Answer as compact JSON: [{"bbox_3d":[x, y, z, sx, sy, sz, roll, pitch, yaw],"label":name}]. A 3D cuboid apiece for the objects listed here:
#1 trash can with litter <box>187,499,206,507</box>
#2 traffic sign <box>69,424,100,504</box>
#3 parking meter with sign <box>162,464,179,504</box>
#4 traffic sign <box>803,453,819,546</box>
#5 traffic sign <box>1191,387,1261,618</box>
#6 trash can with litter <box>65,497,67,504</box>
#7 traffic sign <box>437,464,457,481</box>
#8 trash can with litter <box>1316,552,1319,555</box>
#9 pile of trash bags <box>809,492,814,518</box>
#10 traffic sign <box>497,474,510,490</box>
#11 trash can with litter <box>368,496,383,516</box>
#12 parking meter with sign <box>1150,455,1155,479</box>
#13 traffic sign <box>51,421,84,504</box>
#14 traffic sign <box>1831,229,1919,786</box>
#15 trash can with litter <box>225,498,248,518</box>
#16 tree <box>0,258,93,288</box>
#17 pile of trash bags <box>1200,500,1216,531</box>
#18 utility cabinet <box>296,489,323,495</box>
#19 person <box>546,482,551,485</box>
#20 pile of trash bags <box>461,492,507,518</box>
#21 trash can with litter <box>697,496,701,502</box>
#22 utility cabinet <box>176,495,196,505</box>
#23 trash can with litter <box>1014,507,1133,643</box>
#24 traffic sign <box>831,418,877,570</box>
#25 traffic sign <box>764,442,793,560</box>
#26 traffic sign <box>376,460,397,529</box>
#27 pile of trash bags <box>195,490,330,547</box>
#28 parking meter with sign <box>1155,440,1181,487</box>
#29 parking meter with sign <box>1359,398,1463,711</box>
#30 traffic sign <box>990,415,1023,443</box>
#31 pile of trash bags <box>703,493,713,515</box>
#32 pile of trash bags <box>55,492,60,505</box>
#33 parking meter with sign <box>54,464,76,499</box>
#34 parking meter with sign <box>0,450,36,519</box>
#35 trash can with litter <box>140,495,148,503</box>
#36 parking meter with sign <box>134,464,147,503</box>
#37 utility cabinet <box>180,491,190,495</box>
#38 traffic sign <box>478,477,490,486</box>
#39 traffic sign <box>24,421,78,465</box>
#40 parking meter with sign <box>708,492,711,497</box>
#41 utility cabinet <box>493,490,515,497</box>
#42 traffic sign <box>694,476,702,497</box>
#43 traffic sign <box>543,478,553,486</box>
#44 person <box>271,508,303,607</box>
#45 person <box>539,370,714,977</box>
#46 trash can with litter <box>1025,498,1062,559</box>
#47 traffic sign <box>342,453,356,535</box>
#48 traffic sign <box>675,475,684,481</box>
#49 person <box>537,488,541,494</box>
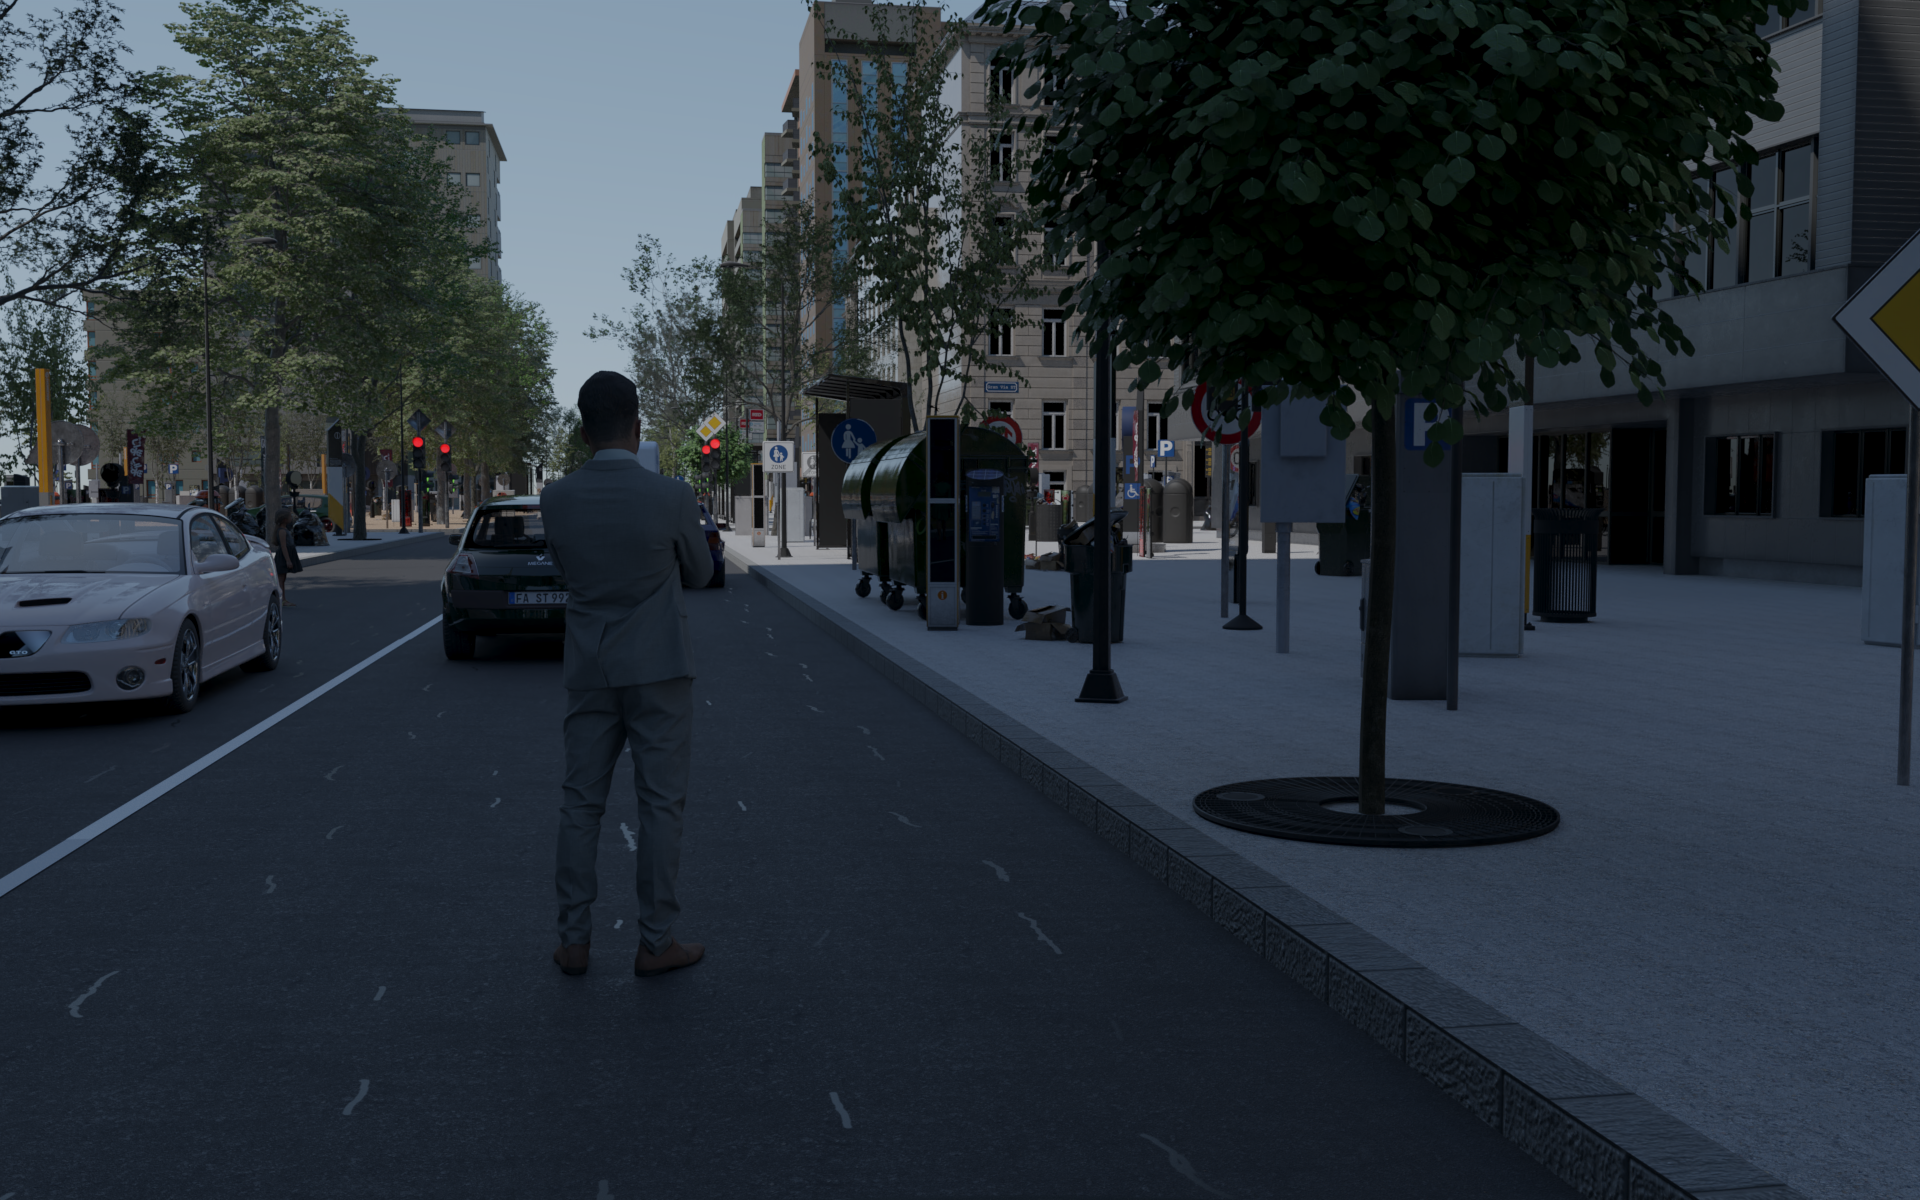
[{"bbox_3d":[-16.275,-1.519,36.228,1.055,1.170,0.624,1,4,14],"label":"trash can with litter"},{"bbox_3d":[-16.034,-1.920,31.502,0.768,2.556,0.104,-1,4,-9],"label":"traffic sign"},{"bbox_3d":[-46.005,-6.395,100.820,0.543,3.016,1.738,0,4,-8],"label":"parking meter with sign"},{"bbox_3d":[-3.570,-2.469,42.498,0.606,2.300,0.079,0,4,-3],"label":"traffic sign"},{"bbox_3d":[2.750,-1.090,17.922,0.768,2.556,0.104,0,4,-2],"label":"traffic sign"},{"bbox_3d":[-36.480,-3.728,72.013,2.233,1.210,1.678,-3,4,-37],"label":"trash can with litter"},{"bbox_3d":[-20.280,-4.183,68.496,0.768,2.556,0.104,-1,4,-9],"label":"traffic sign"},{"bbox_3d":[7.678,-1.423,34.655,1.055,1.170,0.624,1,4,21],"label":"trash can with litter"},{"bbox_3d":[-8.388,-5.237,95.384,1.912,1.369,3.447,0,4,7],"label":"pile of trash bags"},{"bbox_3d":[-28.254,-6.555,107.285,0.768,2.556,0.104,0,4,-6],"label":"traffic sign"},{"bbox_3d":[-34.561,-5.556,102.223,1.055,1.170,0.624,3,4,36],"label":"trash can with litter"},{"bbox_3d":[9.498,-5.006,78.110,1.738,3.016,0.543,-1,4,-14],"label":"parking meter with sign"},{"bbox_3d":[-15.574,-1.831,30.037,0.768,2.556,0.104,0,4,-3],"label":"traffic sign"},{"bbox_3d":[4.158,-0.390,7.566,0.795,2.450,0.064,0,4,-2],"label":"traffic sign"},{"bbox_3d":[-21.955,-2.480,51.927,1.055,1.170,0.624,-3,4,-37],"label":"trash can with litter"},{"bbox_3d":[-28.071,-6.258,52.686,4.737,8.622,4.395,0,3,0],"label":"tree"},{"bbox_3d":[9.314,-3.113,60.654,1.912,1.369,3.447,1,4,16],"label":"pile of trash bags"},{"bbox_3d":[-28.842,-4.160,76.700,1.173,1.500,0.318,-2,4,-33],"label":"utility cabinet"},{"bbox_3d":[-13.119,-2.846,55.215,0.466,1.800,0.511,-1,4,-14],"label":"person"},{"bbox_3d":[-25.668,-5.171,94.299,3.447,1.369,1.912,3,5,43],"label":"pile of trash bags"},{"bbox_3d":[-15.366,-5.427,100.121,1.055,1.170,0.624,0,4,-8],"label":"trash can with litter"},{"bbox_3d":[-36.344,-4.304,81.539,0.306,1.237,1.020,2,4,34],"label":"utility cabinet"},{"bbox_3d":[0.968,-0.224,15.058,1.055,1.170,0.624,2,4,32],"label":"trash can with litter"},{"bbox_3d":[-1.788,-1.782,29.243,0.768,2.556,0.104,0,4,-4],"label":"traffic sign"},{"bbox_3d":[-3.524,-1.929,33.674,0.606,2.300,0.079,-1,4,-10],"label":"traffic sign"},{"bbox_3d":[-21.280,-3.925,64.283,0.768,2.556,0.104,0,4,-2],"label":"traffic sign"},{"bbox_3d":[-17.018,-1.959,41.784,1.912,1.369,3.447,1,4,22],"label":"pile of trash bags"},{"bbox_3d":[6.920,-3.679,56.416,0.543,3.016,1.738,1,4,21],"label":"parking meter with sign"},{"bbox_3d":[2.918,-0.903,11.020,0.543,3.016,1.738,0,4,0],"label":"parking meter with sign"},{"bbox_3d":[0.615,-1.687,27.681,0.768,2.556,0.104,0,4,-7],"label":"traffic sign"},{"bbox_3d":[-16.374,-6.755,120.197,1.912,1.369,3.447,1,4,20],"label":"pile of trash bags"},{"bbox_3d":[-39.976,-4.051,75.994,1.912,1.369,3.447,-3,4,-38],"label":"pile of trash bags"},{"bbox_3d":[-45.628,-5.636,88.406,0.543,3.016,1.738,-3,5,-43],"label":"parking meter with sign"},{"bbox_3d":[-37.617,-4.445,68.940,1.738,3.016,0.543,0,4,2],"label":"parking meter with sign"},{"bbox_3d":[-55.601,-6.498,117.293,2.233,1.210,1.678,0,4,-3],"label":"trash can with litter"},{"bbox_3d":[-47.936,-6.372,100.435,1.738,3.016,0.543,2,4,26],"label":"parking meter with sign"},{"bbox_3d":[-57.774,-7.402,129.701,1.173,1.500,0.318,1,4,10],"label":"utility cabinet"},{"bbox_3d":[-34.110,-7.587,124.149,0.768,2.556,0.104,-1,4,-10],"label":"traffic sign"},{"bbox_3d":[-15.994,-1.865,30.490,0.884,2.594,0.081,0,4,-6],"label":"traffic sign"},{"bbox_3d":[-17.142,-7.381,116.939,1.738,3.016,0.543,3,5,42],"label":"parking meter with sign"},{"bbox_3d":[-25.711,-5.442,97.662,1.173,1.500,0.318,0,4,-1],"label":"utility cabinet"},{"bbox_3d":[-12.949,-5.299,86.748,0.768,2.556,0.104,0,4,-8],"label":"traffic sign"},{"bbox_3d":[-33.046,-8.495,139.002,0.768,2.556,0.104,0,4,-2],"label":"traffic sign"},{"bbox_3d":[-8.563,-0.542,22.024,0.373,1.253,0.362,-1,4,-12],"label":"person"},{"bbox_3d":[-1.009,0.207,5.296,0.511,1.800,0.466,0,4,-5],"label":"person"},{"bbox_3d":[1.389,-1.417,34.233,2.233,1.210,1.678,1,4,13],"label":"trash can with litter"},{"bbox_3d":[-19.047,-3.273,53.618,0.768,2.556,0.104,0,4,-3],"label":"traffic sign"},{"bbox_3d":[-19.122,-7.214,118.052,0.768,2.556,0.104,-1,4,-9],"label":"traffic sign"},{"bbox_3d":[-23.384,-5.343,96.405,0.362,1.759,0.519,-1,4,-19],"label":"person"}]
